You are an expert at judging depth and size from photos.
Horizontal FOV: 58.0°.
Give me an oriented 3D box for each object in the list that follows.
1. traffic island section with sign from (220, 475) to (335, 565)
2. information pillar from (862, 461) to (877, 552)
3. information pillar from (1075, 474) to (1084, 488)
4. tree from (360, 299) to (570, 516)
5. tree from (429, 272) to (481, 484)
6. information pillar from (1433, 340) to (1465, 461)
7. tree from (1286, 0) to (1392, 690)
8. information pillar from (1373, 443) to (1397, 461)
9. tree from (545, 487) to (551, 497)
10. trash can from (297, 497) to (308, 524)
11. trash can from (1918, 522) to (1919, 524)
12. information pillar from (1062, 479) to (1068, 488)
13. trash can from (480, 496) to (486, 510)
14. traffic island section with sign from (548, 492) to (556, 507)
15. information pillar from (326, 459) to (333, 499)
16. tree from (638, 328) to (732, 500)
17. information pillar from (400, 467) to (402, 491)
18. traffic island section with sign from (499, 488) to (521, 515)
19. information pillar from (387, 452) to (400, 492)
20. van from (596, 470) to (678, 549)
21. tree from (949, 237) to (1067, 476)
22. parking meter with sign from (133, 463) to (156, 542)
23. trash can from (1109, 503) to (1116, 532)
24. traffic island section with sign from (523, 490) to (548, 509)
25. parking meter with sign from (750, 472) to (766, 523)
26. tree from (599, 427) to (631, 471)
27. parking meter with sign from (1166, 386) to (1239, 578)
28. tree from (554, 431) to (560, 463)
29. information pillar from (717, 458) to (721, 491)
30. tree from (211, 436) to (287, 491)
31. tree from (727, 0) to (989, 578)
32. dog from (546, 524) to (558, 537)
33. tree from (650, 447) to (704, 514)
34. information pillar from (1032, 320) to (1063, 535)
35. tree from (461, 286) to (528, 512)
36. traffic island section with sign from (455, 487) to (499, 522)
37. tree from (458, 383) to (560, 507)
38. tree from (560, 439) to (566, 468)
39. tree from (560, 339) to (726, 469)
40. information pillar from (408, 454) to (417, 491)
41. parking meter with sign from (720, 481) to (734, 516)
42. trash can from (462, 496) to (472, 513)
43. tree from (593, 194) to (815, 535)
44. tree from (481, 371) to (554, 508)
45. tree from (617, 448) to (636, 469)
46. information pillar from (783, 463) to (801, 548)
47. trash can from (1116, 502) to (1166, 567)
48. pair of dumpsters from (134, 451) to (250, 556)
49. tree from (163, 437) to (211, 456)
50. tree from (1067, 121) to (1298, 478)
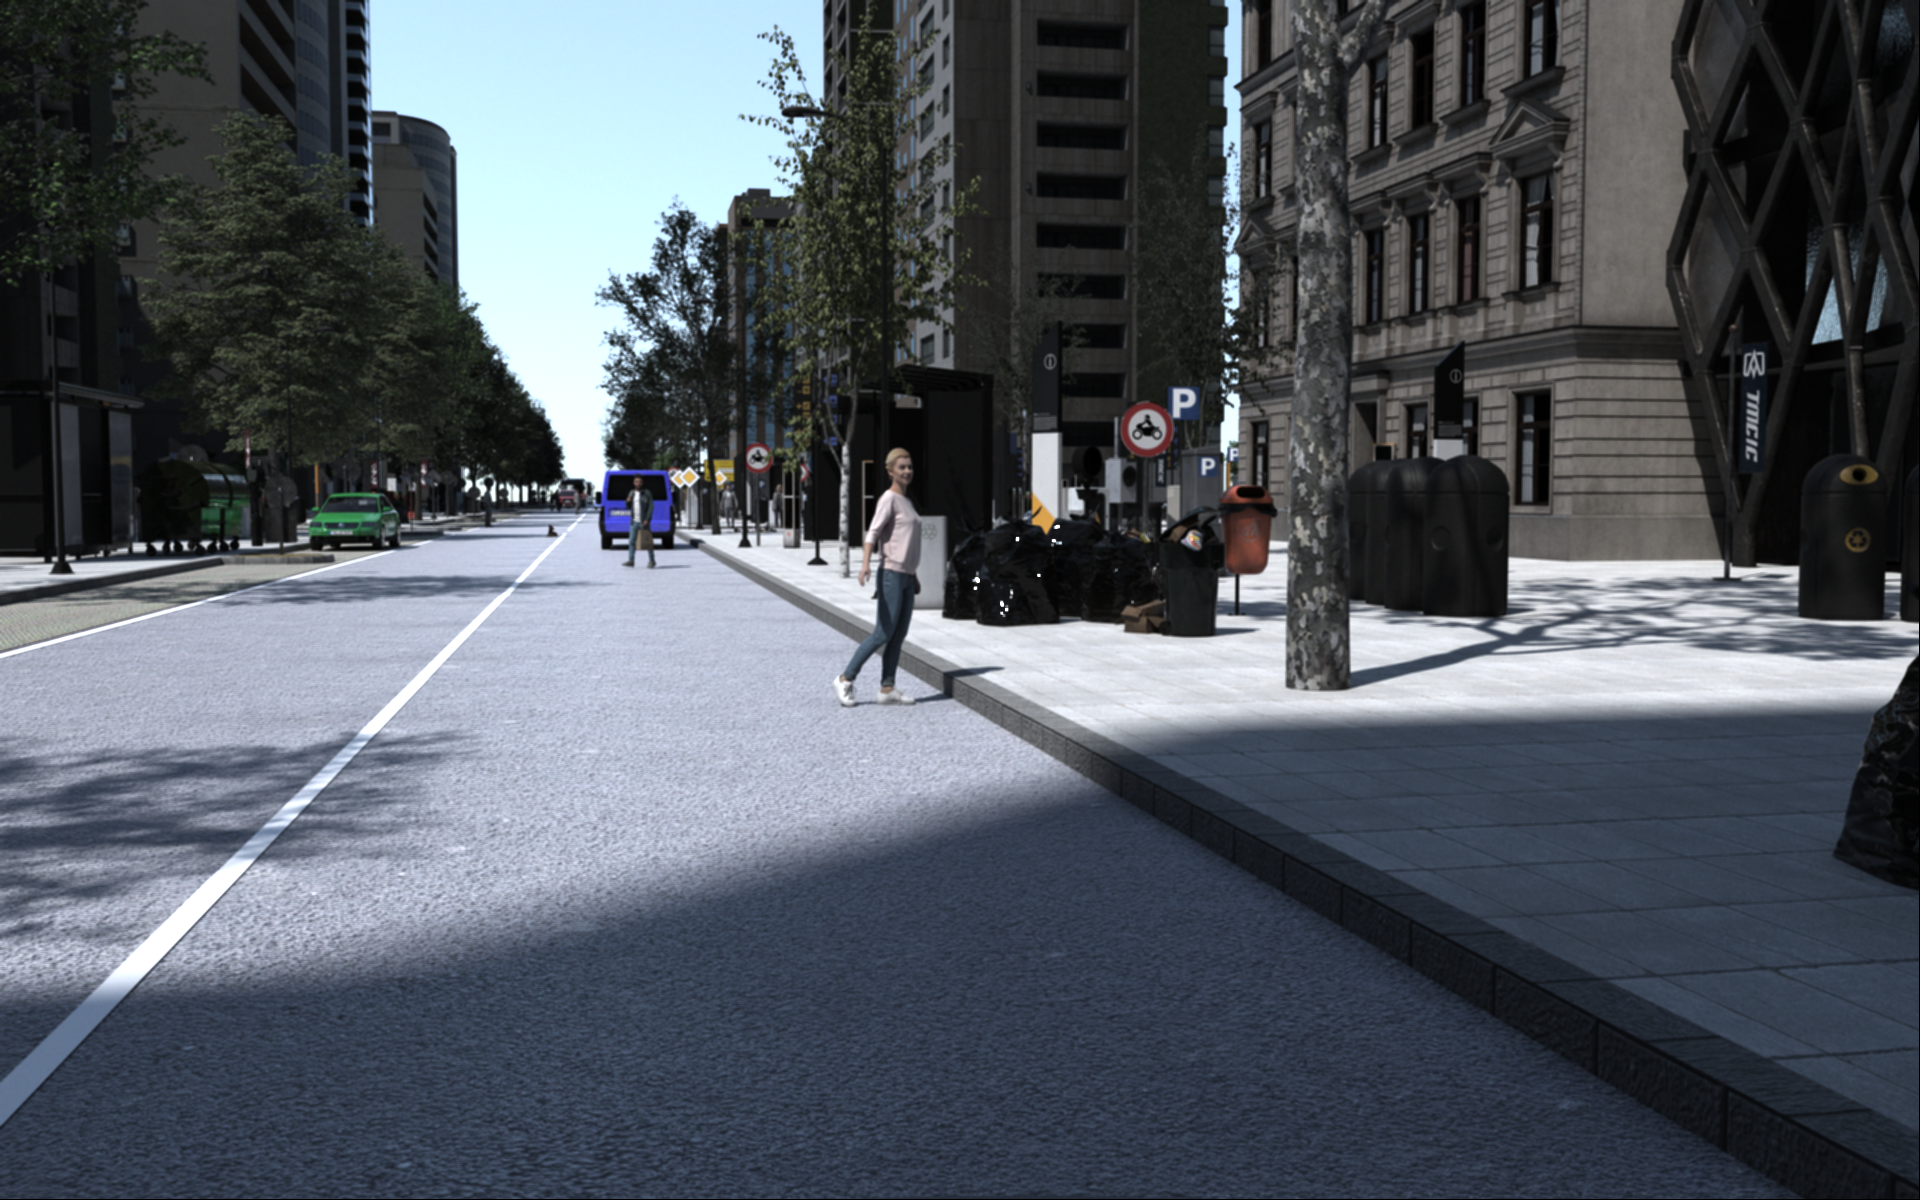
[{"bbox_3d":[-14.115,-1.671,35.945,1.989,1.847,2.006,-1,4,-12],"label":"traffic island section with sign"},{"bbox_3d":[-2.011,-2.077,38.454,0.304,2.012,0.304,0,4,-7],"label":"information pillar"},{"bbox_3d":[3.773,-3.002,53.577,0.304,2.012,0.304,-3,5,-44],"label":"information pillar"},{"bbox_3d":[-29.702,-11.214,100.349,9.611,12.733,9.660,0,3,0],"label":"tree"},{"bbox_3d":[-24.607,-9.465,72.882,7.486,12.596,7.792,0,3,0],"label":"tree"},{"bbox_3d":[7.425,-2.138,26.313,0.504,3.616,0.183,-1,4,-19],"label":"information pillar"},{"bbox_3d":[1.450,-9.409,9.719,12.611,20.169,13.585,0,3,0],"label":"tree"},{"bbox_3d":[6.196,-1.272,25.297,0.304,2.012,0.304,1,4,23],"label":"information pillar"},{"bbox_3d":[-65.577,-19.859,275.048,4.737,8.622,4.395,0,3,0],"label":"tree"},{"bbox_3d":[-28.609,-3.869,74.912,0.748,1.137,0.748,0,3,0],"label":"trash can"},{"bbox_3d":[5.321,0.170,8.881,0.748,1.137,0.748,0,3,0],"label":"trash can"},{"bbox_3d":[5.218,-5.053,87.107,0.304,2.012,0.304,-1,4,-19],"label":"information pillar"},{"bbox_3d":[-37.344,-7.609,136.063,0.748,1.137,0.748,0,3,0],"label":"trash can"},{"bbox_3d":[-46.201,-11.240,192.402,1.989,1.847,2.006,-1,4,-12],"label":"traffic island section with sign"},{"bbox_3d":[-40.550,-7.347,111.478,0.183,3.616,0.504,2,4,28],"label":"information pillar"},{"bbox_3d":[-11.717,-7.561,73.989,4.360,8.622,3.978,0,3,0],"label":"tree"},{"bbox_3d":[-42.969,-8.646,132.720,0.504,3.616,0.183,1,4,15],"label":"information pillar"},{"bbox_3d":[-30.703,-6.617,116.813,1.989,1.847,2.006,-1,4,-12],"label":"traffic island section with sign"},{"bbox_3d":[-29.485,-6.026,89.874,0.504,3.616,0.183,1,4,8],"label":"information pillar"},{"bbox_3d":[-8.695,-2.583,46.620,2.240,2.365,5.245,-1,4,-11],"label":"van"},{"bbox_3d":[1.918,-6.025,48.873,4.360,8.622,3.978,0,3,0],"label":"tree"},{"bbox_3d":[-22.323,-3.037,45.922,1.738,3.016,0.543,-1,4,-8],"label":"parking meter with sign"},{"bbox_3d":[4.734,-2.576,53.764,0.748,1.137,0.748,0,3,0],"label":"trash can"},{"bbox_3d":[-40.745,-9.611,165.772,1.989,1.847,2.006,-1,4,-12],"label":"traffic island section with sign"},{"bbox_3d":[-8.954,-4.940,77.022,0.543,3.016,1.738,-2,4,-30],"label":"parking meter with sign"},{"bbox_3d":[-46.602,-19.474,244.147,9.928,11.665,9.643,0,3,0],"label":"tree"},{"bbox_3d":[3.778,-1.900,27.331,0.543,3.016,1.738,-1,4,-12],"label":"parking meter with sign"},{"bbox_3d":[-50.697,-17.121,198.060,7.486,12.596,7.792,0,3,0],"label":"tree"},{"bbox_3d":[-15.805,-7.352,111.552,0.504,3.616,0.183,1,4,11],"label":"information pillar"},{"bbox_3d":[-38.481,-6.816,95.152,4.285,4.588,4.351,0,3,0],"label":"tree"},{"bbox_3d":[-1.689,-4.657,26.506,4.737,8.622,4.395,0,3,0],"label":"tree"},{"bbox_3d":[-13.742,-2.315,58.051,0.550,0.427,0.748,0,4,8],"label":"dog"},{"bbox_3d":[-18.212,-7.812,111.440,4.285,4.588,4.351,0,3,0],"label":"tree"},{"bbox_3d":[1.193,-1.967,23.522,0.504,3.616,0.183,3,5,44],"label":"information pillar"},{"bbox_3d":[-25.647,-9.563,82.107,9.928,11.665,9.643,0,3,0],"label":"tree"},{"bbox_3d":[-25.230,-4.987,90.166,1.989,1.847,2.006,-1,4,-12],"label":"traffic island section with sign"},{"bbox_3d":[-45.795,-16.118,173.903,12.009,13.543,11.850,0,3,0],"label":"tree"},{"bbox_3d":[-61.551,-20.578,254.573,7.486,12.596,7.792,0,3,0],"label":"tree"},{"bbox_3d":[-22.019,-13.446,130.209,12.009,13.543,11.850,0,3,0],"label":"tree"},{"bbox_3d":[-28.153,-5.983,89.169,0.504,3.616,0.183,-1,4,-21],"label":"information pillar"},{"bbox_3d":[-13.233,-6.320,99.586,0.543,3.016,1.738,-3,5,-43],"label":"parking meter with sign"},{"bbox_3d":[-33.112,-6.414,116.525,0.748,1.137,0.748,0,3,0],"label":"trash can"},{"bbox_3d":[-8.050,-7.347,54.535,7.601,10.594,8.767,0,4,-2],"label":"tree"},{"bbox_3d":[-40.902,-14.462,154.575,7.486,12.596,7.792,0,3,0],"label":"tree"},{"bbox_3d":[-35.395,-14.826,192.765,4.737,8.622,4.395,0,3,0],"label":"tree"},{"bbox_3d":[-3.999,-2.243,41.161,0.304,2.012,0.304,2,4,24],"label":"information pillar"},{"bbox_3d":[3.258,-1.159,30.606,0.748,1.137,0.748,0,3,0],"label":"trash can"},{"bbox_3d":[-16.636,-2.147,37.603,1.574,2.255,4.437,-1,4,-11],"label":"pair of dumpsters"},{"bbox_3d":[-44.527,-7.142,100.477,4.285,4.588,4.351,0,3,0],"label":"tree"},{"bbox_3d":[5.057,-5.196,35.325,4.360,8.622,3.978,0,3,0],"label":"tree"}]
